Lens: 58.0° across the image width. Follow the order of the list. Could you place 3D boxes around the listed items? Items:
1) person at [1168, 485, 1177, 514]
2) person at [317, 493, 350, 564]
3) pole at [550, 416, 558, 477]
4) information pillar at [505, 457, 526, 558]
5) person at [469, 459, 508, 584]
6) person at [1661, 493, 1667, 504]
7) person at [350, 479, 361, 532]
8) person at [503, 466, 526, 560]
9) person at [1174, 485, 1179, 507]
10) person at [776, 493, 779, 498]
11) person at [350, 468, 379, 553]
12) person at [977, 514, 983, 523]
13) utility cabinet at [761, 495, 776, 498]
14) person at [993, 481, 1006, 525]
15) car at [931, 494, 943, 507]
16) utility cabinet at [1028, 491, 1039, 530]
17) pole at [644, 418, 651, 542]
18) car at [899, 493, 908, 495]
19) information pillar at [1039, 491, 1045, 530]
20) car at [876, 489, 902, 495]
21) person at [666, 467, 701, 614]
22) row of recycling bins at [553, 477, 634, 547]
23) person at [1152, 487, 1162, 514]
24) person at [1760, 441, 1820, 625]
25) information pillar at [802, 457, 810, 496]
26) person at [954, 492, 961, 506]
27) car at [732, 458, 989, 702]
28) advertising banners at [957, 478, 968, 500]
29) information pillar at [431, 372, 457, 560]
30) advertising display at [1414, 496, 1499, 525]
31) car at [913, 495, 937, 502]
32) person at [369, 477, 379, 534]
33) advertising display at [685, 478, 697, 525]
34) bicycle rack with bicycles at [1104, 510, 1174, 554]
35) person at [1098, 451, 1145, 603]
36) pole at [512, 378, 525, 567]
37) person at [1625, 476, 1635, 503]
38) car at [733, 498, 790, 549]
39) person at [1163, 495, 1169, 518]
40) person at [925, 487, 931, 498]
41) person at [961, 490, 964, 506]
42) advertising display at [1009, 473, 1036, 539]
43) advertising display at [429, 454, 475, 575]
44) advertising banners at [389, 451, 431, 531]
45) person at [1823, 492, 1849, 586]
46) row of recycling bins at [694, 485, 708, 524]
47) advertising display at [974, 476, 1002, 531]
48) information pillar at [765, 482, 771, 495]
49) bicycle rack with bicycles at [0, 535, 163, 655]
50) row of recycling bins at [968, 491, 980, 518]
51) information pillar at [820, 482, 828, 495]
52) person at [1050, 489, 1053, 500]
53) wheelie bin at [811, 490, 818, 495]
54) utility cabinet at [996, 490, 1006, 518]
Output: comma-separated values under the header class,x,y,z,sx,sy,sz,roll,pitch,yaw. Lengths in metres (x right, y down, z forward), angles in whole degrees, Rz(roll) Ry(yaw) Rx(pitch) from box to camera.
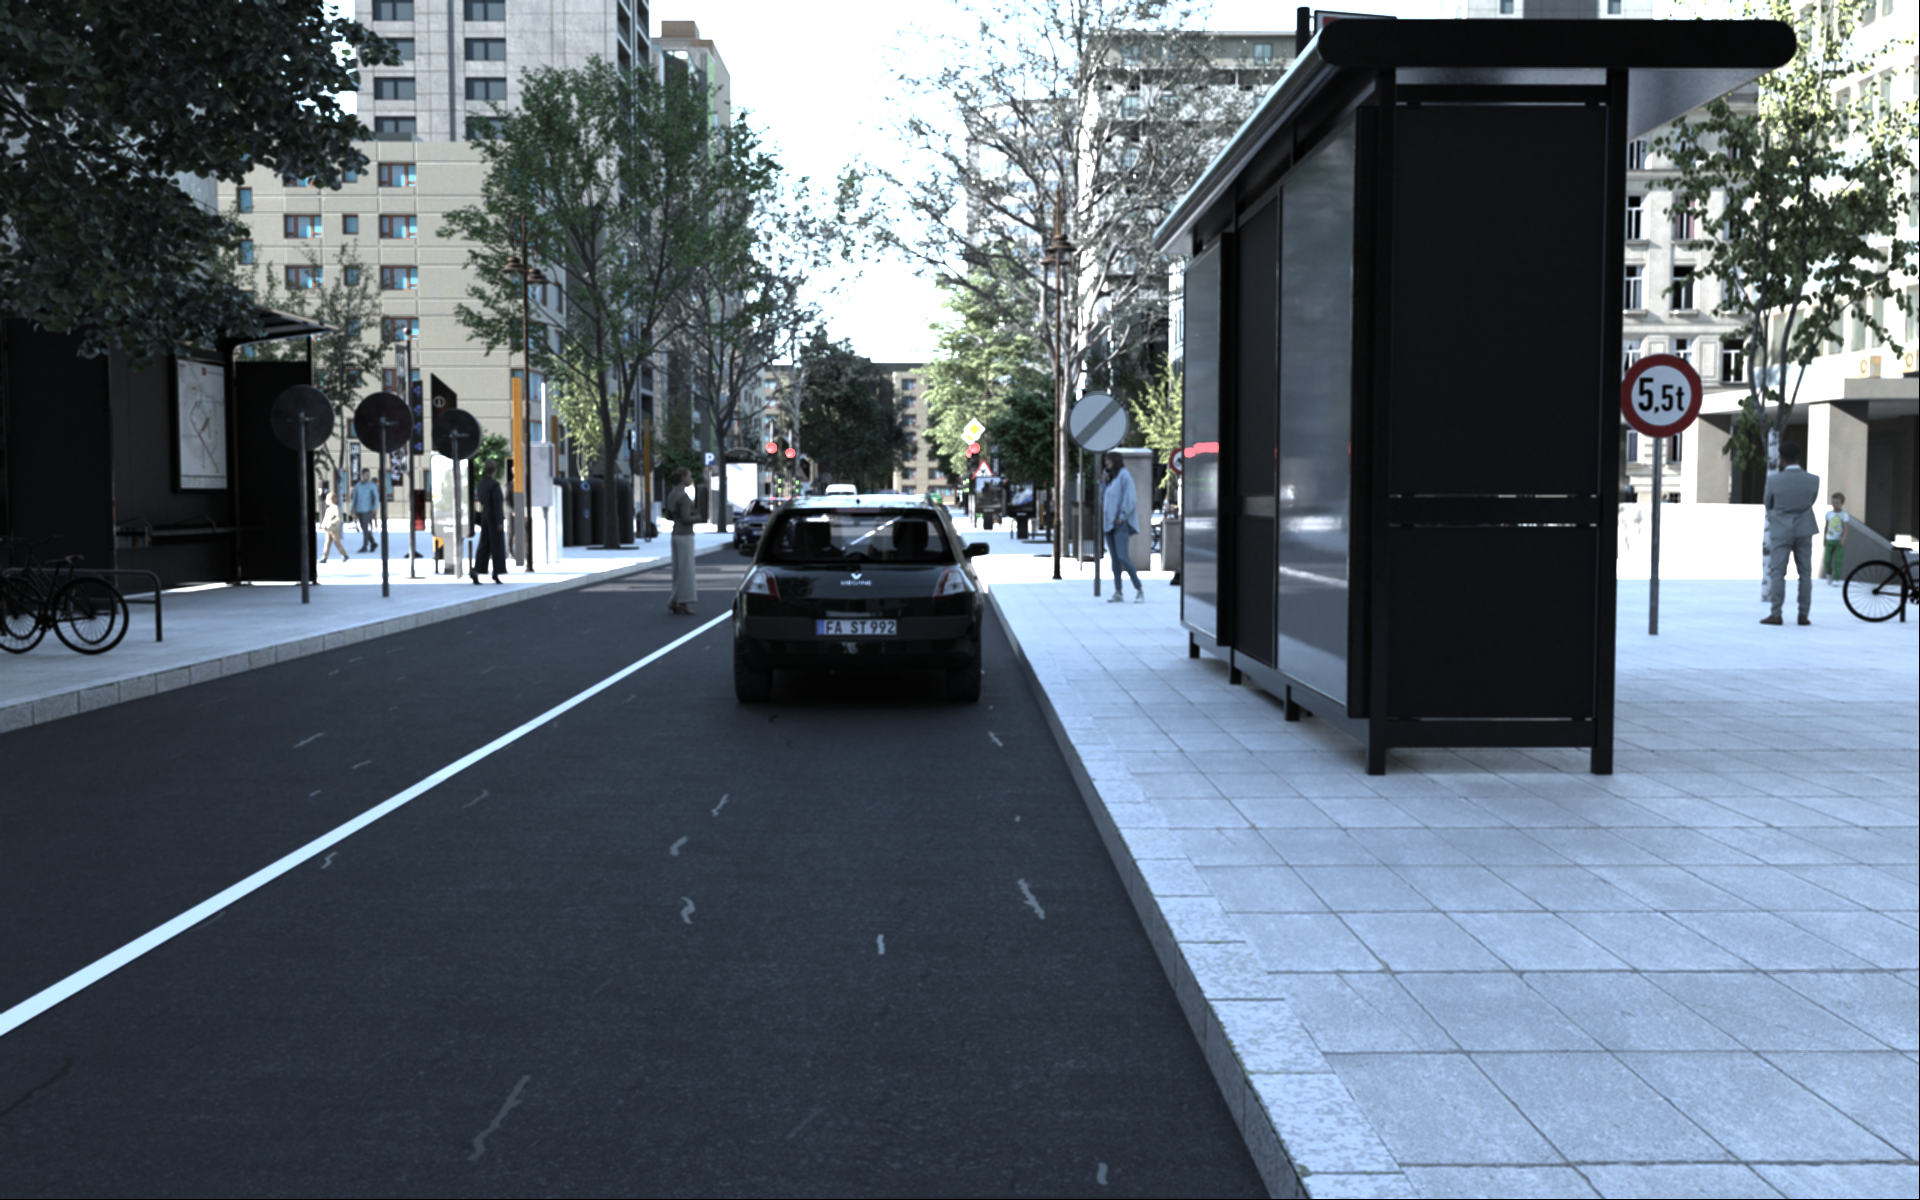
class,x,y,z,sx,sy,sz,roll,pitch,yaw
person,12.416,-5.838,101.402,0.656,1.842,0.836,2,4,28
person,-11.536,-1.321,31.910,0.475,1.303,0.640,2,4,30
pole,-10.597,-3.147,45.293,0.158,3.312,0.155,0,3,0
information pillar,-8.899,-1.846,34.673,0.304,2.012,0.304,0,4,5
person,-6.679,-1.110,24.613,0.576,1.772,0.534,1,4,16
person,23.250,-2.877,57.361,0.425,1.301,0.394,3,4,38
person,-20.369,-3.203,58.749,0.599,1.781,0.374,2,4,26
person,-8.528,-1.699,33.595,0.755,1.850,0.659,3,5,43
person,14.009,-6.481,111.854,0.795,1.843,0.661,-1,4,-16
person,-17.733,-9.863,167.327,0.705,1.821,1.348,1,4,13
person,-12.992,-1.965,38.030,0.638,1.841,0.748,2,4,28
person,0.870,-4.020,76.020,0.306,1.304,0.590,-1,4,-17
utility cabinet,-10.252,-4.975,92.502,0.306,1.237,1.020,2,4,27
person,1.614,-4.109,73.035,0.655,1.846,0.447,1,4,9
car,-2.770,-10.884,186.744,1.959,1.807,4.718,0,4,-1
utility cabinet,2.561,-3.216,61.254,0.318,1.500,1.173,0,4,-3
pole,-8.395,-3.219,46.480,0.158,3.312,0.155,0,3,0
car,-5.884,-10.189,176.178,1.945,1.707,3.694,0,4,0
information pillar,2.889,-4.282,61.365,0.183,3.616,0.504,0,4,-5
car,-5.479,-7.449,130.460,2.281,1.827,5.304,0,4,1
person,-3.273,-0.711,20.668,0.362,1.759,0.519,-2,4,-34
row of recycling bins,-9.394,-2.219,43.398,1.069,1.692,3.534,1,4,22
person,12.859,-6.560,113.691,0.834,1.777,0.661,1,4,11
person,8.179,-0.664,17.086,0.511,1.800,0.466,0,4,-2
information pillar,-9.725,-7.220,109.402,0.504,3.616,0.183,-1,4,-12
person,-0.123,-11.211,190.130,1.217,1.735,0.721,-2,4,-26
car,-0.749,-0.219,13.361,2.009,1.686,4.222,0,4,-2
advertising banners,0.711,-8.076,128.237,2.074,3.025,0.090,-1,4,-9
information pillar,-9.982,-2.580,33.532,0.504,3.616,0.183,-2,4,-26
advertising display,5.353,-0.831,18.806,0.974,1.923,0.123,3,4,36
car,-2.423,-5.585,103.679,2.083,1.381,4.827,0,4,1
person,-18.843,-3.018,55.359,0.580,1.828,0.573,-1,4,-12
advertising display,-11.170,-4.080,71.926,0.123,1.923,0.974,-2,4,-32
bicycle rack with bicycles,4.459,-1.492,37.779,2.925,0.926,2.852,-1,4,-11
person,1.927,-0.874,20.593,0.793,1.790,0.793,2,4,33
pole,-7.756,-2.239,30.445,0.158,3.312,0.155,0,3,0
person,20.791,-2.940,53.897,0.659,1.850,0.755,0,4,-1
car,-5.069,-2.090,46.748,1.945,1.354,3.894,0,4,1
person,9.816,-4.380,82.342,0.332,1.250,0.352,-2,4,-35
person,-1.662,-5.118,92.296,0.853,1.813,0.709,1,4,9
person,0.281,-10.759,182.877,0.530,1.710,0.541,1,4,17
advertising display,1.784,-2.696,49.292,0.123,1.923,0.974,-3,5,-44
advertising display,-8.110,-1.374,27.674,0.974,1.923,0.123,3,4,36
advertising banners,-18.802,-3.912,60.149,2.074,3.025,0.090,-2,4,-24
person,12.238,-0.852,24.214,0.306,1.304,0.590,2,4,24
row of recycling bins,-11.613,-4.167,75.237,1.069,1.692,3.534,0,4,4
advertising display,0.992,-3.412,60.997,0.974,1.923,0.123,-1,4,-11
information pillar,-12.177,-6.440,109.794,0.304,2.012,0.304,1,4,19
bicycle rack with bicycles,-7.981,-0.058,14.329,2.925,0.926,2.852,1,4,20
row of recycling bins,0.971,-5.415,95.645,1.069,1.692,3.534,0,4,-2
information pillar,-8.339,-6.172,105.410,0.304,2.012,0.304,1,4,12
person,8.979,-10.128,171.645,0.705,1.823,1.348,-1,4,-17
wheelie bin,-11.264,-7.590,132.011,0.980,1.594,0.693,-3,5,-41
utility cabinet,1.990,-5.124,92.451,0.318,1.500,1.173,3,5,40
